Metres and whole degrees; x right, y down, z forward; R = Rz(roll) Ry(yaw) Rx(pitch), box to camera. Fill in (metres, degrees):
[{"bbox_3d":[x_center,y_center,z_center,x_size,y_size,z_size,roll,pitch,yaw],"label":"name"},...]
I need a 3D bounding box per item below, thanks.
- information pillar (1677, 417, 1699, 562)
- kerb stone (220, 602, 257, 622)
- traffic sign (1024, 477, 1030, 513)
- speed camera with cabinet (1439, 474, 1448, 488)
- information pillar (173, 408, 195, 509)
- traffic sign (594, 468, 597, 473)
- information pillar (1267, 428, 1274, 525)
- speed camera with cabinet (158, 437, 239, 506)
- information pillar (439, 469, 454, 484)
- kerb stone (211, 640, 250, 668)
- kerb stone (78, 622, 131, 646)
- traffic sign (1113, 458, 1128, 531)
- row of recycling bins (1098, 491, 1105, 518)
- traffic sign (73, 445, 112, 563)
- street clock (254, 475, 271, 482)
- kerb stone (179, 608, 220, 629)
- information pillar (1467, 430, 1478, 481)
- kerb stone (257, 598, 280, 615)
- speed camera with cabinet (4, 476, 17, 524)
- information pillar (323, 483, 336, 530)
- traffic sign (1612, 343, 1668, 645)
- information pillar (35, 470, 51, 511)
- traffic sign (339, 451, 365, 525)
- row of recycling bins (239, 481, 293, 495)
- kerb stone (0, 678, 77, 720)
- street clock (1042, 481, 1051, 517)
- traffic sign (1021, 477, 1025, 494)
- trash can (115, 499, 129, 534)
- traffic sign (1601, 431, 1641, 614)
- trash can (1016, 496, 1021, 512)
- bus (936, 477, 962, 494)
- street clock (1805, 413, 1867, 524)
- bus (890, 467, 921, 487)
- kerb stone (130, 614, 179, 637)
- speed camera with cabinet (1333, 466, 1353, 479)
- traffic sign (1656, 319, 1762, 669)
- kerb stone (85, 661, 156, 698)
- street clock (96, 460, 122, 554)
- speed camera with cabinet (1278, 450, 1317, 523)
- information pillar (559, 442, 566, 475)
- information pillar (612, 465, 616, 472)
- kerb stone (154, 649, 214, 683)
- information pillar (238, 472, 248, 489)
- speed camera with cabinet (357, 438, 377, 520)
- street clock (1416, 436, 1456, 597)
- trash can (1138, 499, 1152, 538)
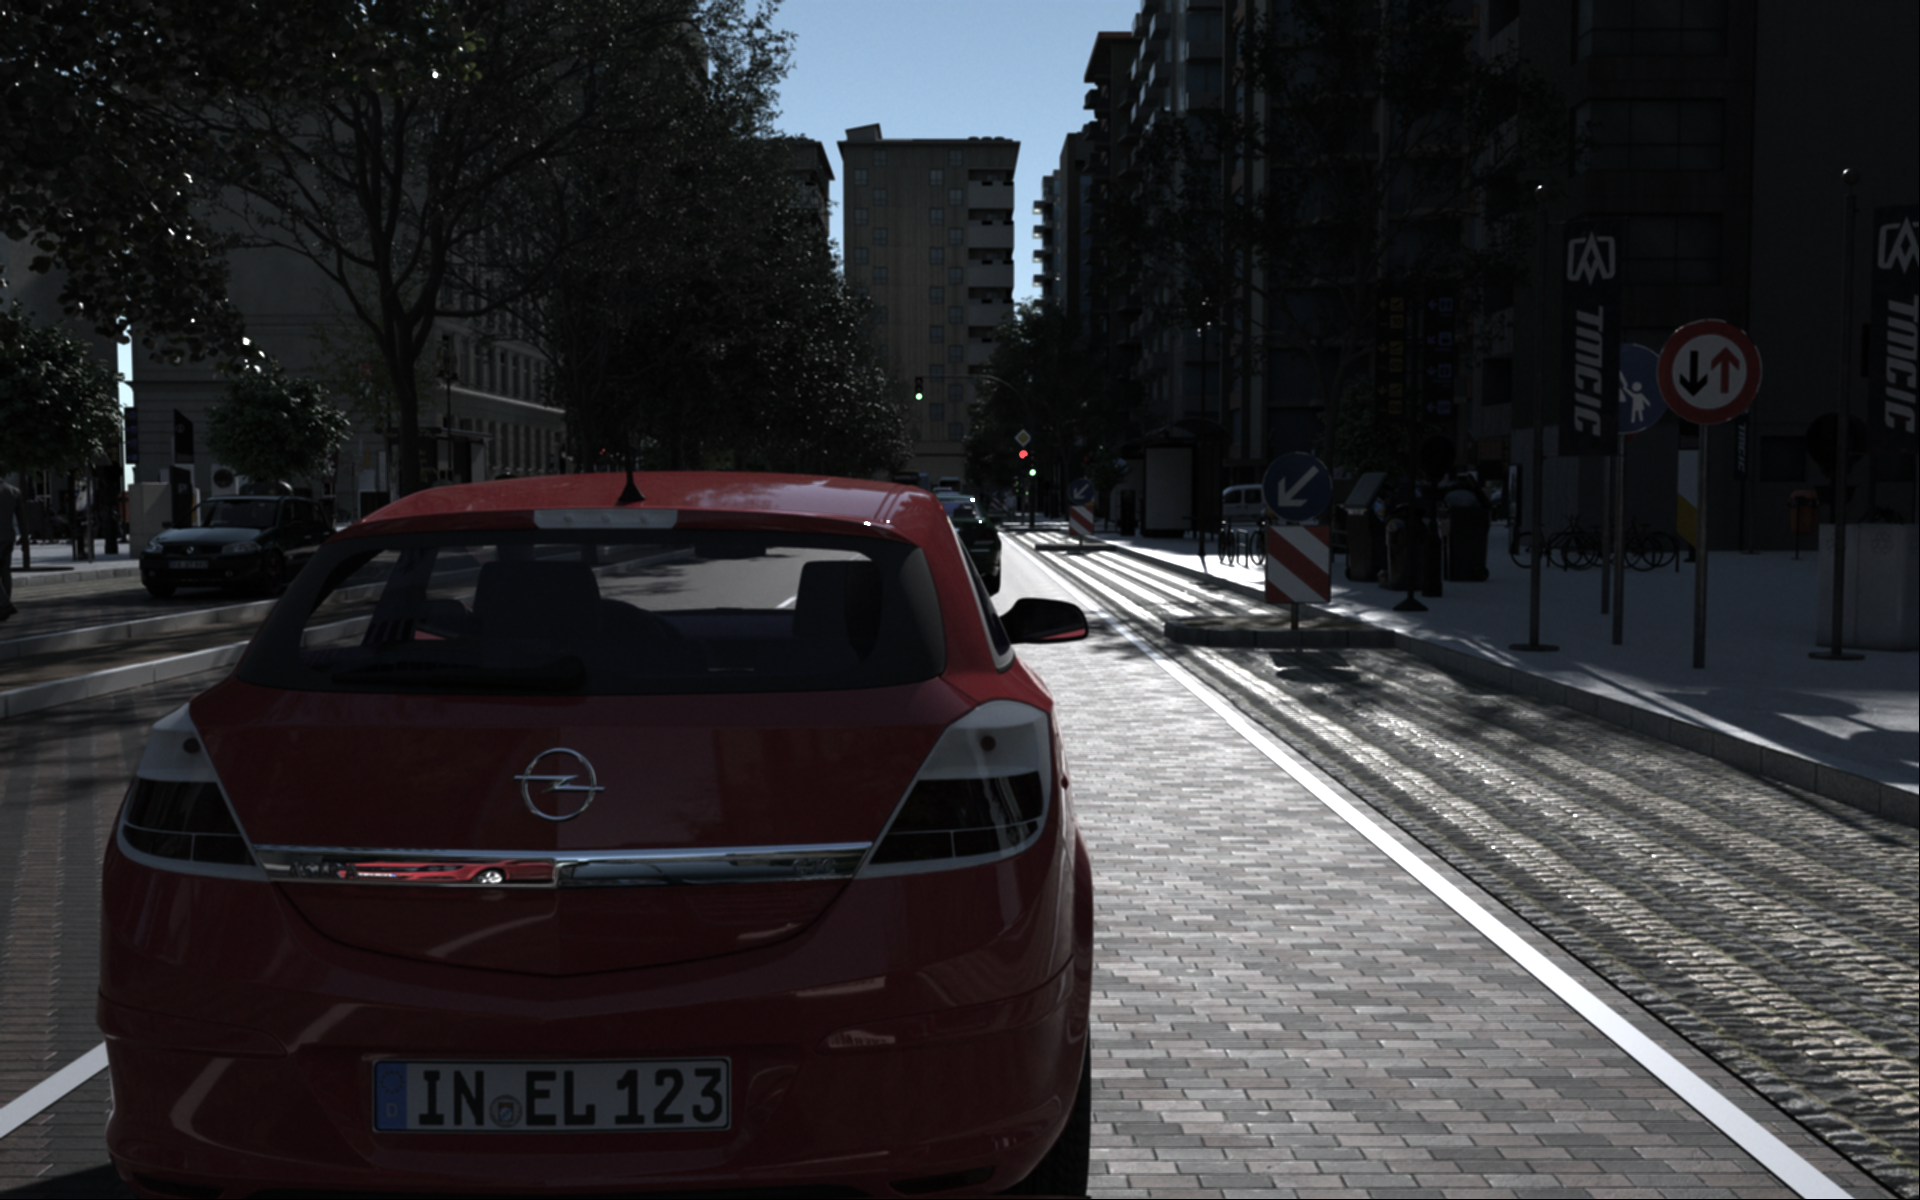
[{"bbox_3d":[13.753,-2.518,32.519,0.504,3.616,0.183,3,5,44],"label":"information pillar"},{"bbox_3d":[-8.299,0.151,19.736,0.120,0.150,1.000,0,4,0],"label":"kerb stone"},{"bbox_3d":[4.727,-7.350,120.279,0.768,2.556,0.104,0,3,0],"label":"traffic sign"},{"bbox_3d":[21.222,-4.883,74.169,2.038,3.252,0.660,0,4,6],"label":"speed camera with cabinet"},{"bbox_3d":[-21.117,-3.412,47.141,0.504,3.616,0.183,-3,4,-38],"label":"information pillar"},{"bbox_3d":[-16.360,-4.715,77.089,0.884,2.594,0.081,0,4,0],"label":"traffic sign"},{"bbox_3d":[11.015,-4.288,61.469,0.183,3.616,0.504,2,4,27],"label":"information pillar"},{"bbox_3d":[-22.089,-3.423,50.295,2.038,3.252,0.660,-1,4,-15],"label":"speed camera with cabinet"},{"bbox_3d":[-15.168,-2.855,51.170,0.304,2.012,0.304,2,4,24],"label":"information pillar"},{"bbox_3d":[-6.187,0.465,14.669,0.120,0.150,1.000,0,4,0],"label":"kerb stone"},{"bbox_3d":[-8.294,0.339,16.660,0.120,0.150,1.000,0,4,0],"label":"kerb stone"},{"bbox_3d":[5.480,-3.704,60.673,0.768,2.556,0.104,0,4,5],"label":"traffic sign"},{"bbox_3d":[8.881,-5.291,93.617,3.534,1.692,1.069,-3,4,-38],"label":"row of recycling bins"},{"bbox_3d":[-16.135,-1.961,32.065,0.884,2.594,0.081,0,4,1],"label":"traffic sign"},{"bbox_3d":[-19.613,-2.705,48.800,0.471,2.002,0.358,-1,4,-13],"label":"street clock"},{"bbox_3d":[-8.298,0.213,18.714,0.120,0.150,1.000,0,4,0],"label":"kerb stone"},{"bbox_3d":[18.655,-4.390,63.133,0.183,3.616,0.504,-2,4,-24],"label":"information pillar"},{"bbox_3d":[-8.303,0.090,20.760,0.120,0.150,1.000,0,4,0],"label":"kerb stone"},{"bbox_3d":[-41.588,-4.953,75.313,0.660,3.252,2.038,-3,5,-42],"label":"speed camera with cabinet"},{"bbox_3d":[-20.694,-3.201,56.828,0.304,2.012,0.304,0,4,3],"label":"information pillar"},{"bbox_3d":[5.609,-0.893,14.701,0.768,2.556,0.104,1,4,9],"label":"traffic sign"},{"bbox_3d":[-26.931,-2.837,50.882,0.304,2.012,0.304,0,4,-1],"label":"information pillar"},{"bbox_3d":[-17.930,-3.117,51.069,0.768,2.556,0.104,0,4,2],"label":"traffic sign"},{"bbox_3d":[-23.102,-3.085,57.545,1.069,1.692,3.534,-3,4,-39],"label":"row of recycling bins"},{"bbox_3d":[-6.155,0.649,11.586,0.120,0.150,1.000,0,4,0],"label":"kerb stone"},{"bbox_3d":[4.768,-5.542,95.174,0.471,2.002,0.358,-1,4,-22],"label":"street clock"},{"bbox_3d":[4.611,-7.622,124.729,0.768,2.556,0.104,0,4,3],"label":"traffic sign"},{"bbox_3d":[-26.520,-2.663,55.195,0.748,1.137,0.748,0,3,0],"label":"trash can"},{"bbox_3d":[6.910,-1.123,18.474,0.768,2.556,0.104,0,4,6],"label":"traffic sign"},{"bbox_3d":[4.461,-7.041,126.768,0.748,1.137,0.748,0,3,0],"label":"trash can"},{"bbox_3d":[-1.179,-12.210,194.492,2.948,3.499,13.247,0,4,-1],"label":"bus"},{"bbox_3d":[7.854,-0.672,15.558,0.358,2.002,0.471,-3,5,-41],"label":"street clock"},{"bbox_3d":[-5.020,-10.253,159.185,2.896,3.916,12.252,0,4,-1],"label":"bus"},{"bbox_3d":[-8.289,0.276,17.682,0.120,0.150,1.000,0,4,0],"label":"kerb stone"},{"bbox_3d":[11.601,-3.444,50.643,0.660,3.252,2.038,3,4,39],"label":"speed camera with cabinet"},{"bbox_3d":[5.448,-0.770,12.694,0.768,2.556,0.104,0,4,0],"label":"traffic sign"},{"bbox_3d":[-6.165,0.586,12.616,0.120,0.150,1.000,0,4,0],"label":"kerb stone"},{"bbox_3d":[-18.198,-1.989,37.087,0.358,2.002,0.471,1,4,22],"label":"street clock"},{"bbox_3d":[14.995,-5.055,76.979,2.038,3.252,0.660,0,4,4],"label":"speed camera with cabinet"},{"bbox_3d":[-17.966,-5.322,78.371,0.183,3.616,0.504,1,4,10],"label":"information pillar"},{"bbox_3d":[-18.852,-6.289,94.179,0.183,3.616,0.504,1,4,23],"label":"information pillar"},{"bbox_3d":[-6.171,0.529,13.641,0.120,0.150,1.000,0,4,0],"label":"kerb stone"},{"bbox_3d":[-31.244,-5.156,75.653,0.504,3.616,0.183,-2,4,-25],"label":"information pillar"},{"bbox_3d":[-20.879,-4.076,60.984,0.660,3.252,2.038,-1,4,-18],"label":"speed camera with cabinet"},{"bbox_3d":[5.898,-1.040,21.582,0.471,2.002,0.358,-1,4,-9],"label":"street clock"},{"bbox_3d":[5.639,-2.422,51.246,0.748,1.137,0.748,0,3,0],"label":"trash can"}]
